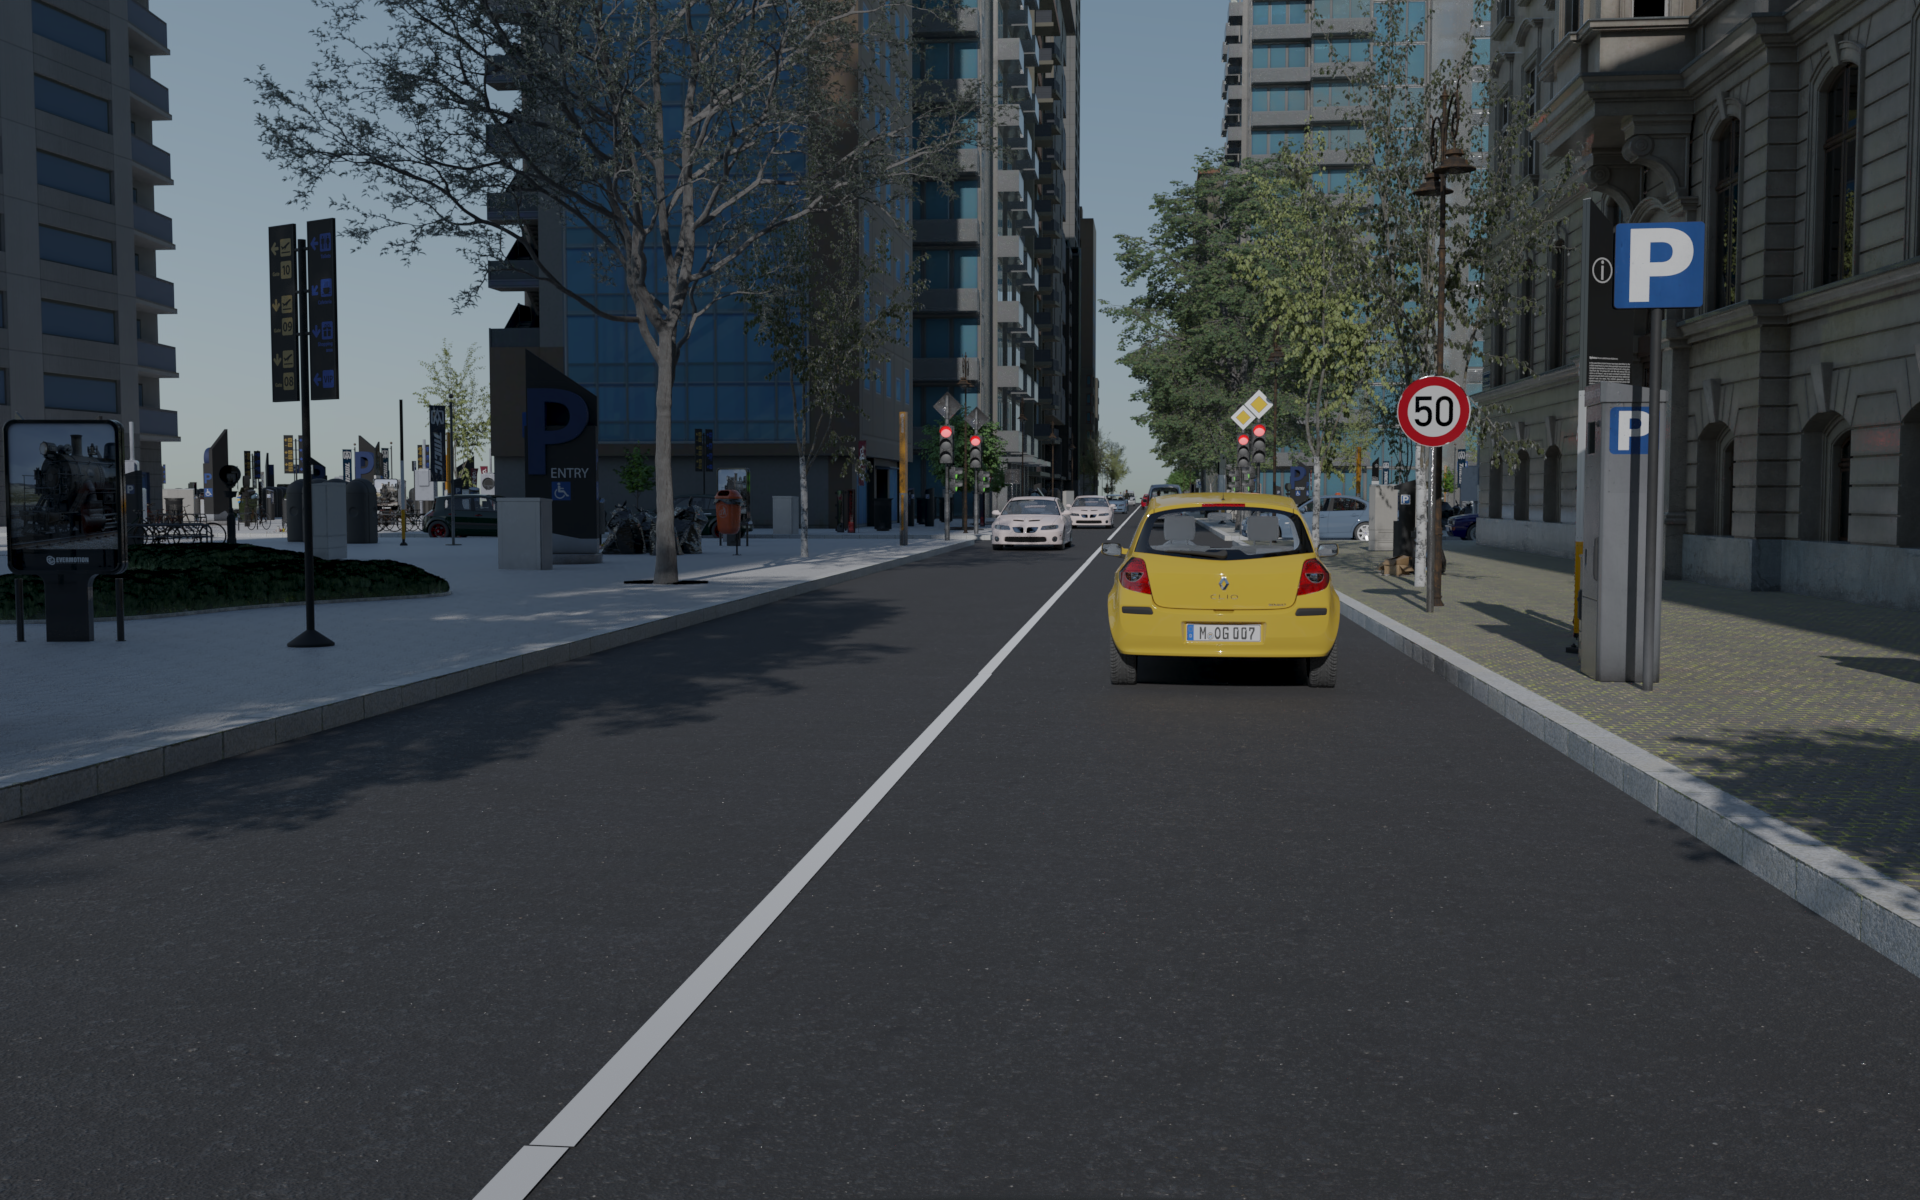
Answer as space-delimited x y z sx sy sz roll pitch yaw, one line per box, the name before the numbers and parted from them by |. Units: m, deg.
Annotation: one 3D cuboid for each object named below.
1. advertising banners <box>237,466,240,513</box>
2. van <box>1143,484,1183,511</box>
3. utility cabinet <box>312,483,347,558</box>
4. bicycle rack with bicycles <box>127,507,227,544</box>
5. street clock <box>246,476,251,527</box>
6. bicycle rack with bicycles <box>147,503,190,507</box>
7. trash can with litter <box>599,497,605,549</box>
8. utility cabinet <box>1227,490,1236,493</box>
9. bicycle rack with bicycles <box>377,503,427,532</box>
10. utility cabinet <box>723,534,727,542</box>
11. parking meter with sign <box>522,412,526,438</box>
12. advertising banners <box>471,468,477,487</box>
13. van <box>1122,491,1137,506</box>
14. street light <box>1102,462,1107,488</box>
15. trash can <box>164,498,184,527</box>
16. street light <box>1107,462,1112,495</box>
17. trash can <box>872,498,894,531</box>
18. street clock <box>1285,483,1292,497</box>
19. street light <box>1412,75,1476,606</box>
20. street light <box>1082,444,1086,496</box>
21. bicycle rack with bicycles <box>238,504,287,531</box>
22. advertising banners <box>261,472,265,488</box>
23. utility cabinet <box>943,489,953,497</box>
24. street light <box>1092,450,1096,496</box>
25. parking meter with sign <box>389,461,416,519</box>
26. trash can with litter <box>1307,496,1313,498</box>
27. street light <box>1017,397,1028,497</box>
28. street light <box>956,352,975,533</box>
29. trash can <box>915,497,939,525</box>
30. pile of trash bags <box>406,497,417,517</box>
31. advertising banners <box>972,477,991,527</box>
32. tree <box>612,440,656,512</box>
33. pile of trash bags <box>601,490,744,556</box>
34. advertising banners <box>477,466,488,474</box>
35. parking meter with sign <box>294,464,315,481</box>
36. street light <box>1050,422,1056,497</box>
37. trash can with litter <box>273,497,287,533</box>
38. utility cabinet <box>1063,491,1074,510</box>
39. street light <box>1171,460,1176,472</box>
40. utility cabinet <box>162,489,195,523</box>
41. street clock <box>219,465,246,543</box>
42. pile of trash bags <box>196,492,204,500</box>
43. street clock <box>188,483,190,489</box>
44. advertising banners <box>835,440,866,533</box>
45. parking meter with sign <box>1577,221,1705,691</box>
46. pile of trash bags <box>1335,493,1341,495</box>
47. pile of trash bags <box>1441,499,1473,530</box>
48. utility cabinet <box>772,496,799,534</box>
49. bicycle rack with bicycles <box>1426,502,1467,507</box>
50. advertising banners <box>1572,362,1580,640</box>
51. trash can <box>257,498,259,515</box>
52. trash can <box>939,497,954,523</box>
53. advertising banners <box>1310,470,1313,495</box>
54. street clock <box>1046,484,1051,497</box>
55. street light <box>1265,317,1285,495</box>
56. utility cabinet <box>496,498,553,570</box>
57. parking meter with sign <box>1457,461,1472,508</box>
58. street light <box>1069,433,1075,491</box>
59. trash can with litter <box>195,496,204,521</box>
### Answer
advertising banners | -45.038 -6.855 108.264 0.090 3.025 2.074 -1 4 -15
van | 8.782 -4.091 73.907 2.013 2.044 4.112 1 4 8
utility cabinet | -12.245 -1.525 33.605 0.318 1.500 1.173 0 4 -3
bicycle rack with bicycles | -18.090 -1.573 39.096 2.925 0.926 2.852 -2 4 -25
street clock | -28.042 -3.885 68.087 0.358 2.002 0.471 -2 4 -31
bicycle rack with bicycles | -27.280 -2.794 59.059 2.852 0.926 2.925 2 4 26
trash can with litter | -8.384 -1.828 40.938 1.678 1.210 2.233 0 4 -7
utility cabinet | 14.268 -4.898 88.762 1.173 1.500 0.318 2 4 34
bicycle rack with bicycles | -19.324 -2.796 59.091 2.925 0.926 2.852 0 4 5
utility cabinet | -6.289 -2.184 46.867 0.306 1.237 1.020 0 4 -8
parking meter with sign | -8.847 -2.437 36.098 0.543 3.016 1.738 -1 4 -13
advertising banners | -33.372 -7.346 116.294 2.074 3.025 0.090 -1 4 -12
van | 19.903 -12.079 204.510 2.013 2.044 4.112 0 4 4
street light | 17.627 -14.795 214.677 0.468 5.910 1.993 0 4 6
trash can | -29.793 -3.304 65.678 0.748 1.137 0.748 0 3 0
street light | 20.481 -16.366 240.374 0.468 5.910 1.993 0 4 6
trash can | -2.667 -2.956 59.989 0.748 1.137 0.748 0 3 0
street clock | 21.507 -6.668 113.587 0.358 2.002 0.471 3 5 45
street light | 5.467 -2.870 19.708 0.468 5.910 1.993 0 4 6
street light | 11.281 -11.311 157.728 0.468 5.910 1.993 0 4 6
bicycle rack with bicycles | -24.360 -2.967 61.894 2.852 0.926 2.925 0 4 -1
advertising banners | -53.720 -8.454 134.415 2.074 3.025 0.090 3 5 42
utility cabinet | -0.559 -4.357 79.919 0.318 1.500 1.173 0 4 8
street light | 14.217 -12.883 183.416 0.468 5.910 1.993 0 4 6
parking meter with sign | -29.443 -5.785 90.849 1.738 3.016 0.543 0 4 -2
trash can with litter | 17.890 -4.687 88.024 0.624 1.170 1.055 2 4 25
street light | 2.975 -6.694 82.237 0.468 5.910 1.993 0 4 6
street light | 0.185 -5.122 56.533 0.468 5.910 1.993 0 4 6
trash can | -1.526 -3.749 72.951 0.748 1.137 0.748 0 3 0
pile of trash bags | -31.526 -5.224 95.166 3.447 1.369 1.912 1 4 16
advertising banners | 0.877 -4.401 68.145 0.090 3.025 2.074 -1 4 -20
tree | -11.401 -4.086 61.413 1.663 3.219 1.824 0 3 0
pile of trash bags | -5.993 -1.653 36.787 3.447 1.369 1.912 2 4 32
advertising banners | -28.832 -6.815 107.617 2.074 3.025 0.090 1 4 9
parking meter with sign | -38.314 -6.407 101.015 1.738 3.016 0.543 3 4 36
street light | 5.823 -8.308 108.629 0.468 5.910 1.993 0 4 6
trash can with litter | -22.210 -2.905 58.553 2.233 1.210 1.678 -1 4 -15
utility cabinet | 7.621 -6.935 122.062 0.318 1.500 1.173 2 4 30
street light | 29.255 -16.052 235.235 0.468 5.910 1.993 0 4 6
utility cabinet | -32.281 -3.847 71.578 1.173 1.500 0.318 -1 4 -15
street clock | -18.030 -2.340 42.823 0.471 2.002 0.358 0 4 -8
pile of trash bags | -42.820 -5.288 96.213 3.447 1.369 1.912 2 4 30
street clock | -51.441 -6.801 115.759 0.358 2.002 0.471 -2 4 -26
advertising banners | -3.593 -3.722 57.048 0.090 3.025 2.074 -2 4 -32
parking meter with sign | 4.635 -0.965 12.033 0.543 3.016 1.738 1 4 10
pile of trash bags | 26.478 -6.701 119.315 1.912 1.369 3.447 0 4 -7
pile of trash bags | 17.350 -3.181 61.758 1.912 1.369 3.447 -2 4 -34
utility cabinet | -5.595 -2.720 55.637 0.306 1.237 1.020 -3 5 -43
bicycle rack with bicycles | 21.575 -3.837 76.117 2.852 0.926 2.925 2 4 28
advertising banners | 5.596 -1.189 15.623 0.090 3.025 2.074 1 4 20
trash can | -42.080 -5.638 103.829 0.748 1.137 0.748 0 3 0
trash can | -0.634 -4.072 78.228 0.748 1.137 0.748 0 3 0
advertising banners | 25.295 -7.808 123.848 0.090 3.025 2.074 0 4 -3
street clock | 6.321 -7.268 123.409 0.358 2.002 0.471 1 4 16
street light | 8.260 -4.442 45.412 0.468 5.910 1.993 0 4 6
utility cabinet | -7.414 -1.123 29.530 1.020 1.237 0.306 2 4 31
parking meter with sign | 26.975 -5.885 92.486 0.543 3.016 1.738 2 4 27
street light | 8.563 -9.739 132.017 0.468 5.910 1.993 0 4 6
trash can with litter | -34.691 -4.169 79.221 2.233 1.210 1.678 1 4 9
